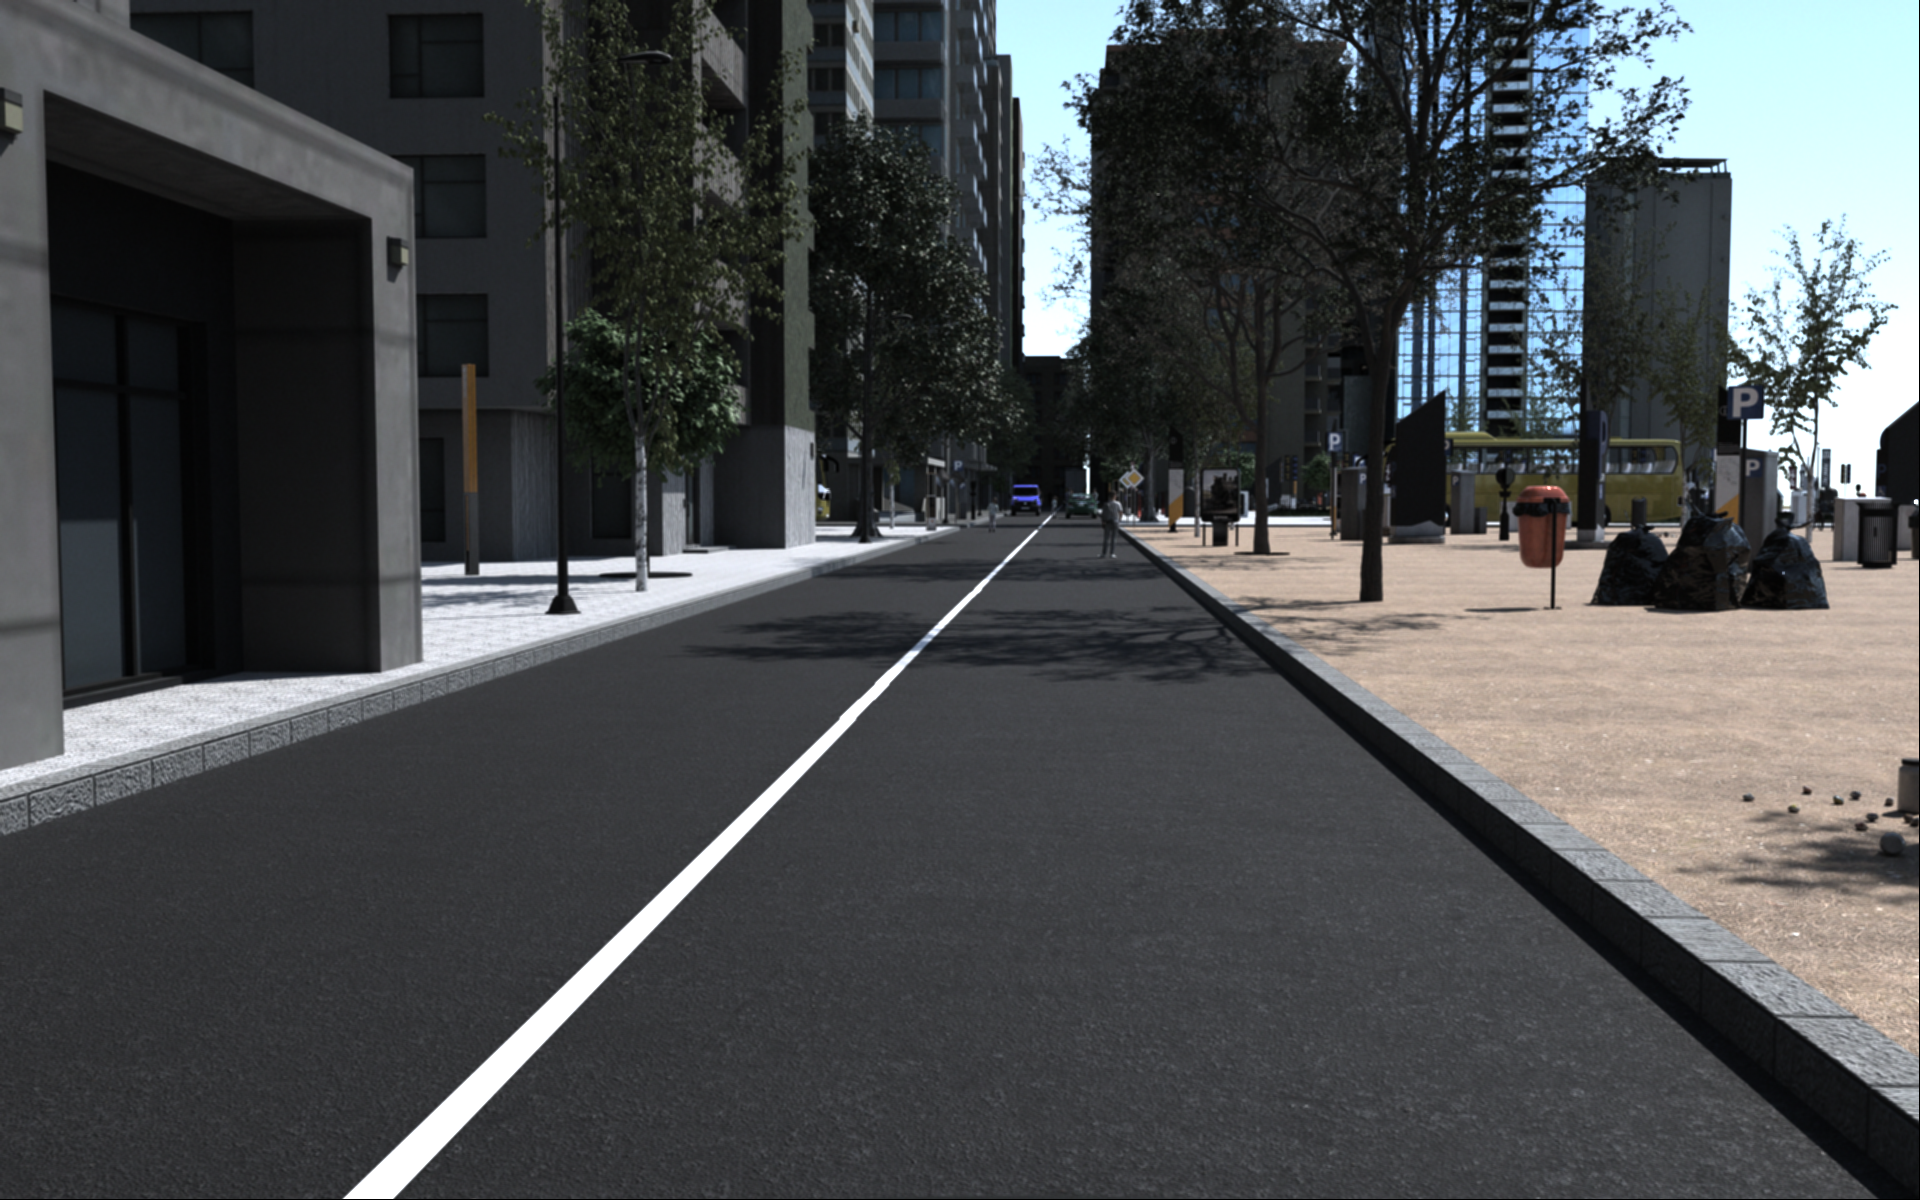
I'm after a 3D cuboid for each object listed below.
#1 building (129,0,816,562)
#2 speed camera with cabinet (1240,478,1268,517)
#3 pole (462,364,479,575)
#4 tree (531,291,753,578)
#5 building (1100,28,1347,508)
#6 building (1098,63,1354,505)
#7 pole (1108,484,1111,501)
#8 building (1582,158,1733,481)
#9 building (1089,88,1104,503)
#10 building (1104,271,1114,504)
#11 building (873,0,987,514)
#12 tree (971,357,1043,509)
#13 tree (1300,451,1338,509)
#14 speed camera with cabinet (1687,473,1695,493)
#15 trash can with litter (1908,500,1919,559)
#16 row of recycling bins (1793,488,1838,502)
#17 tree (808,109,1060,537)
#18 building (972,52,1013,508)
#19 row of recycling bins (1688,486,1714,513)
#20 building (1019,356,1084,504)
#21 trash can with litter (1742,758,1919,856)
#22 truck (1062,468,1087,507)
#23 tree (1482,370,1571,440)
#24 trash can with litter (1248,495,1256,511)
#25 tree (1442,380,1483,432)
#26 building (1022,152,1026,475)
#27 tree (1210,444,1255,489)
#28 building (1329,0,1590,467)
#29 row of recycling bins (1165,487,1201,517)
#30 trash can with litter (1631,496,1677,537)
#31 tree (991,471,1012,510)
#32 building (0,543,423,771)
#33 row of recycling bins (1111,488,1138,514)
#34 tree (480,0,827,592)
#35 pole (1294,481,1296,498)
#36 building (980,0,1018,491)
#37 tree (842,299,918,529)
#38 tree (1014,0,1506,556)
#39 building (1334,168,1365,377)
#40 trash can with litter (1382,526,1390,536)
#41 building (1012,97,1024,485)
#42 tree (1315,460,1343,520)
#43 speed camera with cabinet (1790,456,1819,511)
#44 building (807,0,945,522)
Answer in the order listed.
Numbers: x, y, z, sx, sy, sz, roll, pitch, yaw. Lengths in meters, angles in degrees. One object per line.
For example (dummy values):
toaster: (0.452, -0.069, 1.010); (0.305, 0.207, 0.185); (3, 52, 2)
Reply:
building: (-11.230, -16.288, 38.008); (14.160, 30.474, 14.107); (0, 4, 4)
speed camera with cabinet: (15.989, -6.203, 95.760); (2.038, 3.252, 0.660); (1, 4, 11)
pole: (-7.719, -2.046, 27.297); (0.158, 3.312, 0.155); (0, 3, 0)
tree: (-4.947, -2.650, 27.042); (4.285, 4.588, 4.351); (0, 3, 0)
building: (24.832, -31.400, 168.008); (22.147, 44.769, 28.867); (0, 4, 4)
building: (31.060, -37.958, 209.858); (28.713, 52.752, 27.495); (0, 4, 4)
pole: (12.484, -9.226, 144.695); (0.158, 3.312, 0.155); (0, 3, 0)
building: (84.816, -32.370, 212.851); (14.086, 41.232, 14.154); (0, 4, 4)
building: (32.422, -42.817, 242.060); (28.212, 58.520, 21.231); (0, 4, 4)
building: (22.875, -25.600, 190.265); (14.160, 30.474, 14.107); (0, 4, 4)
building: (-9.642, -30.664, 120.971); (23.786, 49.044, 30.456); (0, 4, 4)
tree: (3.469, -13.810, 143.917); (7.486, 12.596, 7.792); (0, 3, 0)
tree: (26.799, -8.783, 127.315); (4.285, 4.588, 4.351); (0, 3, 0)
speed camera with cabinet: (58.997, -8.808, 138.339); (2.038, 3.252, 0.660); (0, 4, 8)
trash can with litter: (19.212, -1.384, 34.012); (0.624, 1.170, 1.055); (-2, 4, -27)
row of recycling bins: (54.335, -6.301, 110.138); (1.069, 1.692, 3.534); (-1, 4, -16)
tree: (-2.710, -8.251, 51.919); (9.611, 12.733, 9.660); (0, 3, 0)
building: (-2.508, -28.947, 156.876); (14.154, 41.232, 14.086); (0, 4, 4)
row of recycling bins: (38.110, -4.950, 88.041); (1.069, 1.692, 3.534); (0, 4, -4)
building: (3.138, -24.621, 247.590); (28.899, 21.520, 27.650); (0, 4, 4)
trash can with litter: (3.758, 0.300, 6.156); (1.678, 1.210, 2.233); (1, 4, 22)
truck: (12.871, -12.539, 193.926); (2.839, 4.237, 11.283); (0, 4, 3)
tree: (33.444, -9.176, 100.389); (4.737, 8.622, 4.395); (0, 3, 0)
trash can with litter: (22.029, -7.329, 130.880); (1.678, 1.210, 2.233); (0, 4, -7)
tree: (32.359, -9.925, 112.633); (4.737, 8.622, 4.395); (0, 3, 0)
building: (-7.276, -36.325, 213.526); (30.456, 49.044, 23.786); (0, 4, 4)
tree: (17.830, -7.871, 112.406); (4.285, 4.588, 4.351); (0, 3, 0)
building: (61.985, -54.864, 209.701); (31.000, 86.520, 22.319); (0, 4, 4)
row of recycling bins: (13.055, -5.408, 95.540); (3.534, 1.692, 1.069); (-1, 4, -12)
trash can with litter: (20.659, -2.487, 51.717); (2.233, 1.210, 1.678); (-1, 4, -22)
tree: (3.354, -8.807, 138.598); (1.663, 3.219, 1.824); (0, 3, 0)
building: (-14.577, -34.798, 7.207); (20.563, 71.187, 20.611); (0, 4, 4)
row of recycling bins: (10.790, -6.315, 110.369); (1.069, 1.692, 3.534); (3, 5, 42)
tree: (-3.965, -4.421, 22.652); (4.737, 8.622, 4.395); (0, 3, 0)
pole: (25.729, -8.511, 132.994); (0.158, 3.312, 0.155); (0, 3, 0)
building: (-4.579, -44.966, 173.449); (20.563, 71.187, 20.611); (0, 4, 4)
tree: (-2.735, -6.947, 63.940); (4.737, 8.622, 4.395); (0, 3, 0)
tree: (6.233, -7.696, 36.193); (12.009, 13.543, 11.850); (0, 3, 0)
building: (58.329, -37.694, 240.003); (21.600, 48.544, 21.300); (0, 4, 4)
trash can with litter: (13.169, -2.513, 52.478); (0.624, 1.170, 1.055); (-3, 5, -45)
building: (-0.128, -33.174, 192.499); (14.600, 45.320, 14.200); (0, 4, 4)
tree: (18.666, -5.588, 85.959); (1.663, 3.219, 1.824); (0, 3, 0)
speed camera with cabinet: (43.630, -5.814, 89.394); (2.038, 3.252, 0.660); (-3, 5, -40)
building: (-17.215, -24.136, 86.501); (32.217, 40.220, 23.993); (0, 4, 4)
